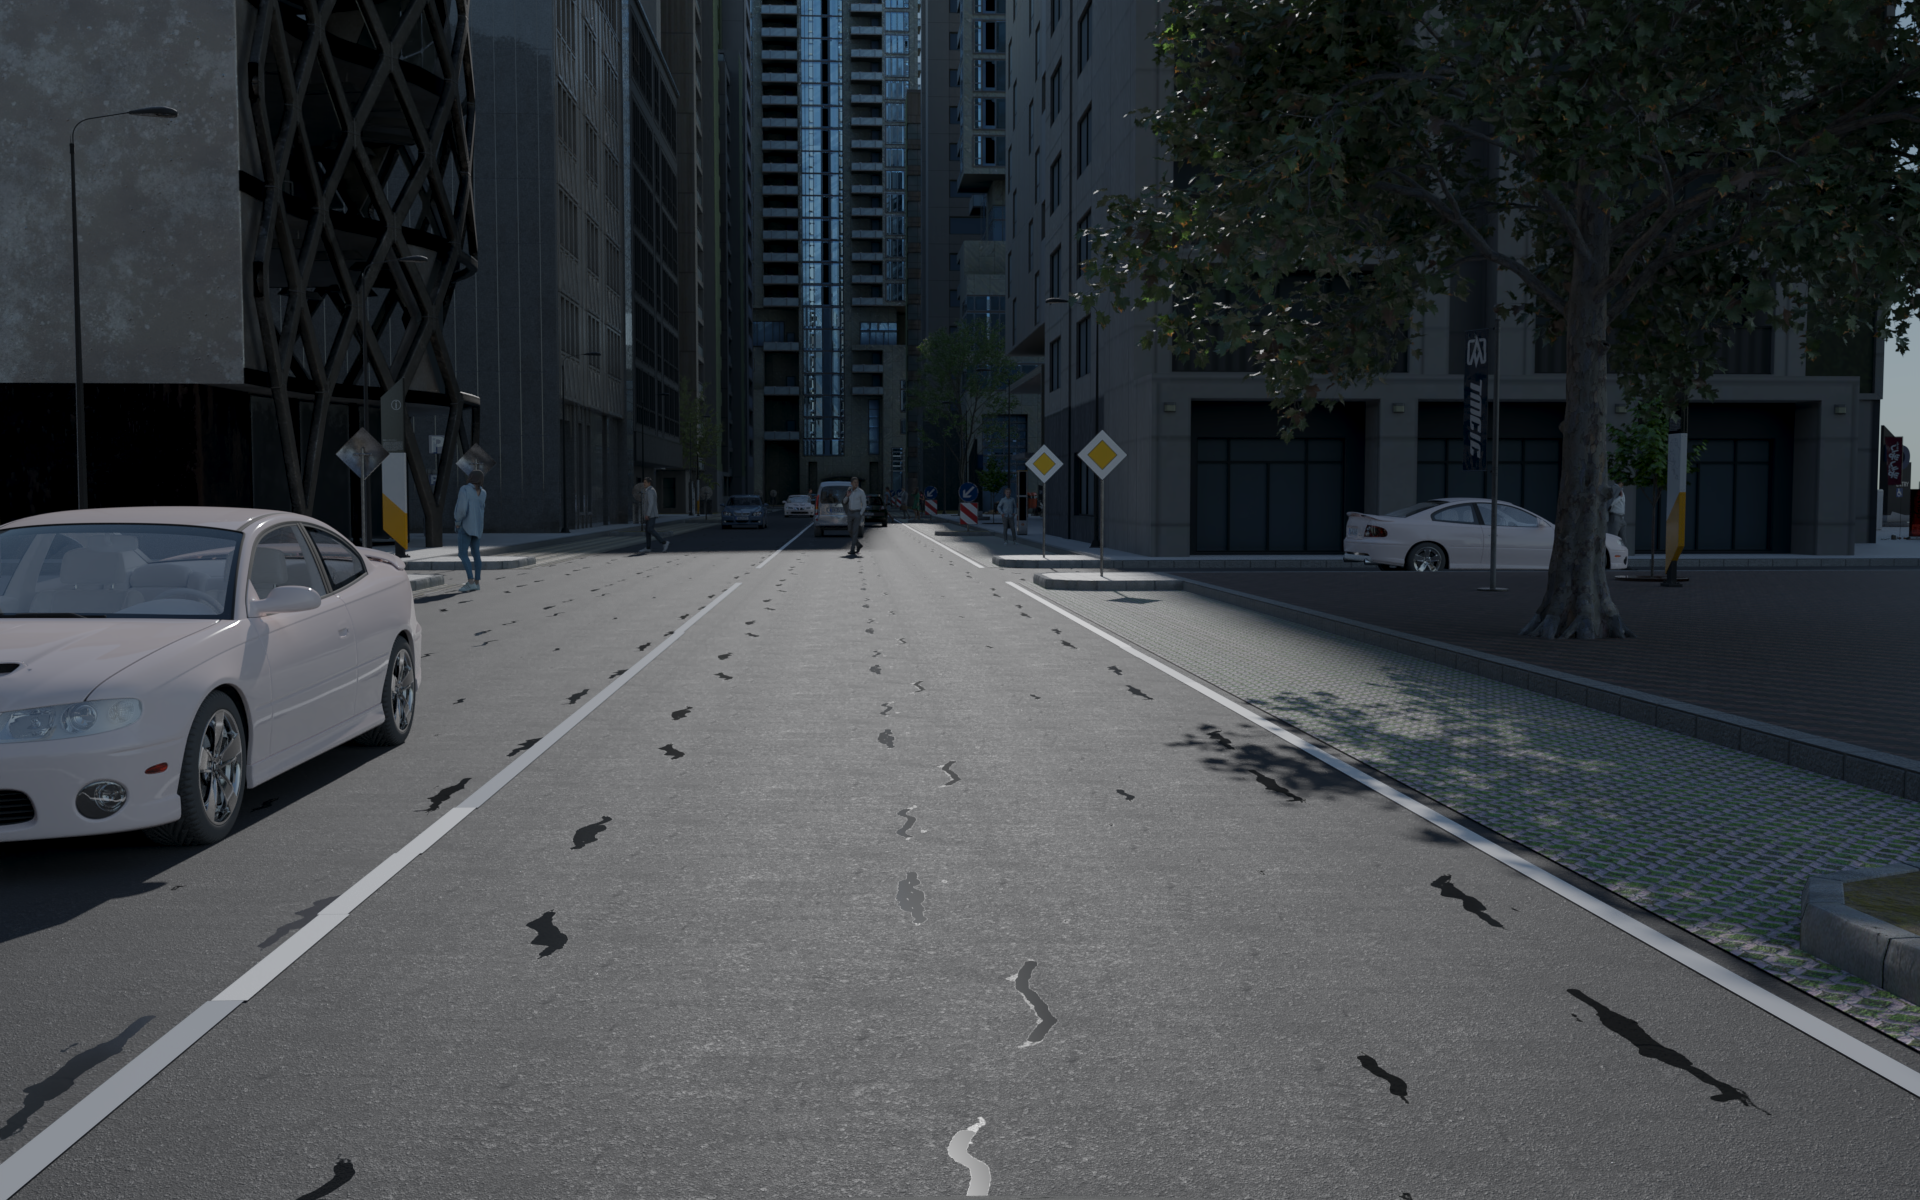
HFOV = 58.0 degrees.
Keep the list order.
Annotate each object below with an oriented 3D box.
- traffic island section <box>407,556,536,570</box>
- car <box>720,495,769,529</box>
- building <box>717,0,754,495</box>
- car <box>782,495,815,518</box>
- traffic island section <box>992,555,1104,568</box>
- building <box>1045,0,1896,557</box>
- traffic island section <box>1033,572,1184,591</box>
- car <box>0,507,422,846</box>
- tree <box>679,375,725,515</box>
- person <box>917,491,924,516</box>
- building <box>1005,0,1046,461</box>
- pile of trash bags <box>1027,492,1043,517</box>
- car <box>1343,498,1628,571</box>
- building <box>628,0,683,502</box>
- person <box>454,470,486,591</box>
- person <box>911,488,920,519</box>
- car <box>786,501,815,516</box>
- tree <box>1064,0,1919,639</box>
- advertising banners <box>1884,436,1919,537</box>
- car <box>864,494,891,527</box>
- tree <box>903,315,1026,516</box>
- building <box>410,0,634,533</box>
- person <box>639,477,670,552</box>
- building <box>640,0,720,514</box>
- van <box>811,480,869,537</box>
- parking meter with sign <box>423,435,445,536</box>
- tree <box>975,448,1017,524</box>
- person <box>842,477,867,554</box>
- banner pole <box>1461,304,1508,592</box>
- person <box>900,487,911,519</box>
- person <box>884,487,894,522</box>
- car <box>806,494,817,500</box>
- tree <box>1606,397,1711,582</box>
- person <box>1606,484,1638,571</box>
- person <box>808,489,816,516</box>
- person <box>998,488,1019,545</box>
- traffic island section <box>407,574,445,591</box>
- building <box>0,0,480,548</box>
[{"bbox_3d":[-9.556,-0.730,34.221,2.009,0.180,2.903,0,4,-4],"label":"traffic island section"},{"bbox_3d":[-8.974,-3.687,72.282,2.014,1.417,4.499,0,4,-4],"label":"car"},{"bbox_3d":[-35.031,-38.562,172.495,28.212,58.520,21.231,0,4,-4],"label":"building"},{"bbox_3d":[-9.931,-5.794,107.099,2.083,1.381,4.827,0,4,-5],"label":"car"},{"bbox_3d":[1.712,-0.774,34.938,2.009,0.180,2.903,0,4,-4],"label":"traffic island section"},{"bbox_3d":[13.507,-37.042,43.882,20.611,71.187,20.563,0,4,-4],"label":"building"},{"bbox_3d":[2.225,-0.287,26.970,2.009,0.180,2.903,0,4,-4],"label":"traffic island section"},{"bbox_3d":[-4.033,0.234,8.530,2.083,1.381,4.827,0,4,-3],"label":"car"},{"bbox_3d":[-16.391,-9.544,106.407,4.737,8.622,4.395,0,3,0],"label":"tree"},{"bbox_3d":[-2.594,-6.177,110.956,0.593,1.643,0.415,-1,4,-11],"label":"person"},{"bbox_3d":[16.625,-30.000,79.733,28.713,52.752,27.495,0,4,-4],"label":"building"},{"bbox_3d":[4.975,-5.606,101.402,1.912,1.369,3.447,2,4,31],"label":"pile of trash bags"},{"bbox_3d":[9.089,-1.078,29.981,4.827,1.381,2.083,0,4,-4],"label":"car"},{"bbox_3d":[-22.431,-18.014,88.044,14.314,27.812,24.014,0,4,-4],"label":"building"},{"bbox_3d":[-7.270,-1.040,25.774,0.793,1.790,0.793,0,4,-8],"label":"person"},{"bbox_3d":[-2.389,-5.338,96.021,0.529,1.795,0.600,-2,4,-34],"label":"person"},{"bbox_3d":[-10.448,-6.193,113.841,1.945,1.354,3.894,0,4,-3],"label":"car"},{"bbox_3d":[5.741,-6.016,15.373,9.611,12.733,9.660,0,3,0],"label":"tree"},{"bbox_3d":[28.789,-3.409,51.918,0.090,3.025,2.074,-3,5,-45],"label":"advertising banners"},{"bbox_3d":[-4.090,-4.128,77.279,2.009,1.686,4.222,0,4,-2],"label":"car"},{"bbox_3d":[0.164,-10.693,100.586,9.928,11.665,9.643,0,3,0],"label":"tree"},{"bbox_3d":[-19.751,-15.136,65.504,12.078,24.808,19.932,0,4,-4],"label":"building"},{"bbox_3d":[-7.539,-2.099,42.662,0.795,1.843,0.661,0,4,-1],"label":"person"},{"bbox_3d":[-23.500,-26.393,115.121,14.154,41.232,14.086,0,4,-4],"label":"building"},{"bbox_3d":[-4.101,-3.178,58.967,2.013,2.044,4.112,0,4,-3],"label":"van"},{"bbox_3d":[-15.833,-3.412,52.049,0.543,3.016,1.738,-2,4,-27],"label":"parking meter with sign"},{"bbox_3d":[1.338,-4.854,73.968,1.663,3.219,1.824,0,3,0],"label":"tree"},{"bbox_3d":[-2.549,-2.016,41.556,0.679,1.850,0.850,2,4,25],"label":"person"},{"bbox_3d":[6.975,-2.023,23.085,0.401,3.779,0.863,-2,4,-24],"label":"banner pole"},{"bbox_3d":[-3.179,-5.499,98.530,0.853,1.813,0.709,-3,4,-38],"label":"person"},{"bbox_3d":[-3.604,-4.826,87.498,0.778,1.811,0.616,3,4,38],"label":"person"},{"bbox_3d":[-13.478,-8.961,158.308,2.131,1.459,4.920,0,4,-3],"label":"car"},{"bbox_3d":[10.419,-1.903,25.711,1.663,3.219,1.824,0,3,0],"label":"tree"},{"bbox_3d":[12.065,-1.427,31.930,0.850,1.850,0.679,2,4,34],"label":"person"},{"bbox_3d":[-9.480,-6.245,111.129,0.750,1.759,0.617,0,4,6],"label":"person"},{"bbox_3d":[1.350,-2.344,48.632,0.589,1.601,0.330,0,4,-5],"label":"person"},{"bbox_3d":[-9.044,-0.243,26.252,2.009,0.180,2.903,0,4,-4],"label":"traffic island section"},{"bbox_3d":[-20.657,-10.655,41.659,16.820,18.784,16.811,0,4,-4],"label":"building"}]
